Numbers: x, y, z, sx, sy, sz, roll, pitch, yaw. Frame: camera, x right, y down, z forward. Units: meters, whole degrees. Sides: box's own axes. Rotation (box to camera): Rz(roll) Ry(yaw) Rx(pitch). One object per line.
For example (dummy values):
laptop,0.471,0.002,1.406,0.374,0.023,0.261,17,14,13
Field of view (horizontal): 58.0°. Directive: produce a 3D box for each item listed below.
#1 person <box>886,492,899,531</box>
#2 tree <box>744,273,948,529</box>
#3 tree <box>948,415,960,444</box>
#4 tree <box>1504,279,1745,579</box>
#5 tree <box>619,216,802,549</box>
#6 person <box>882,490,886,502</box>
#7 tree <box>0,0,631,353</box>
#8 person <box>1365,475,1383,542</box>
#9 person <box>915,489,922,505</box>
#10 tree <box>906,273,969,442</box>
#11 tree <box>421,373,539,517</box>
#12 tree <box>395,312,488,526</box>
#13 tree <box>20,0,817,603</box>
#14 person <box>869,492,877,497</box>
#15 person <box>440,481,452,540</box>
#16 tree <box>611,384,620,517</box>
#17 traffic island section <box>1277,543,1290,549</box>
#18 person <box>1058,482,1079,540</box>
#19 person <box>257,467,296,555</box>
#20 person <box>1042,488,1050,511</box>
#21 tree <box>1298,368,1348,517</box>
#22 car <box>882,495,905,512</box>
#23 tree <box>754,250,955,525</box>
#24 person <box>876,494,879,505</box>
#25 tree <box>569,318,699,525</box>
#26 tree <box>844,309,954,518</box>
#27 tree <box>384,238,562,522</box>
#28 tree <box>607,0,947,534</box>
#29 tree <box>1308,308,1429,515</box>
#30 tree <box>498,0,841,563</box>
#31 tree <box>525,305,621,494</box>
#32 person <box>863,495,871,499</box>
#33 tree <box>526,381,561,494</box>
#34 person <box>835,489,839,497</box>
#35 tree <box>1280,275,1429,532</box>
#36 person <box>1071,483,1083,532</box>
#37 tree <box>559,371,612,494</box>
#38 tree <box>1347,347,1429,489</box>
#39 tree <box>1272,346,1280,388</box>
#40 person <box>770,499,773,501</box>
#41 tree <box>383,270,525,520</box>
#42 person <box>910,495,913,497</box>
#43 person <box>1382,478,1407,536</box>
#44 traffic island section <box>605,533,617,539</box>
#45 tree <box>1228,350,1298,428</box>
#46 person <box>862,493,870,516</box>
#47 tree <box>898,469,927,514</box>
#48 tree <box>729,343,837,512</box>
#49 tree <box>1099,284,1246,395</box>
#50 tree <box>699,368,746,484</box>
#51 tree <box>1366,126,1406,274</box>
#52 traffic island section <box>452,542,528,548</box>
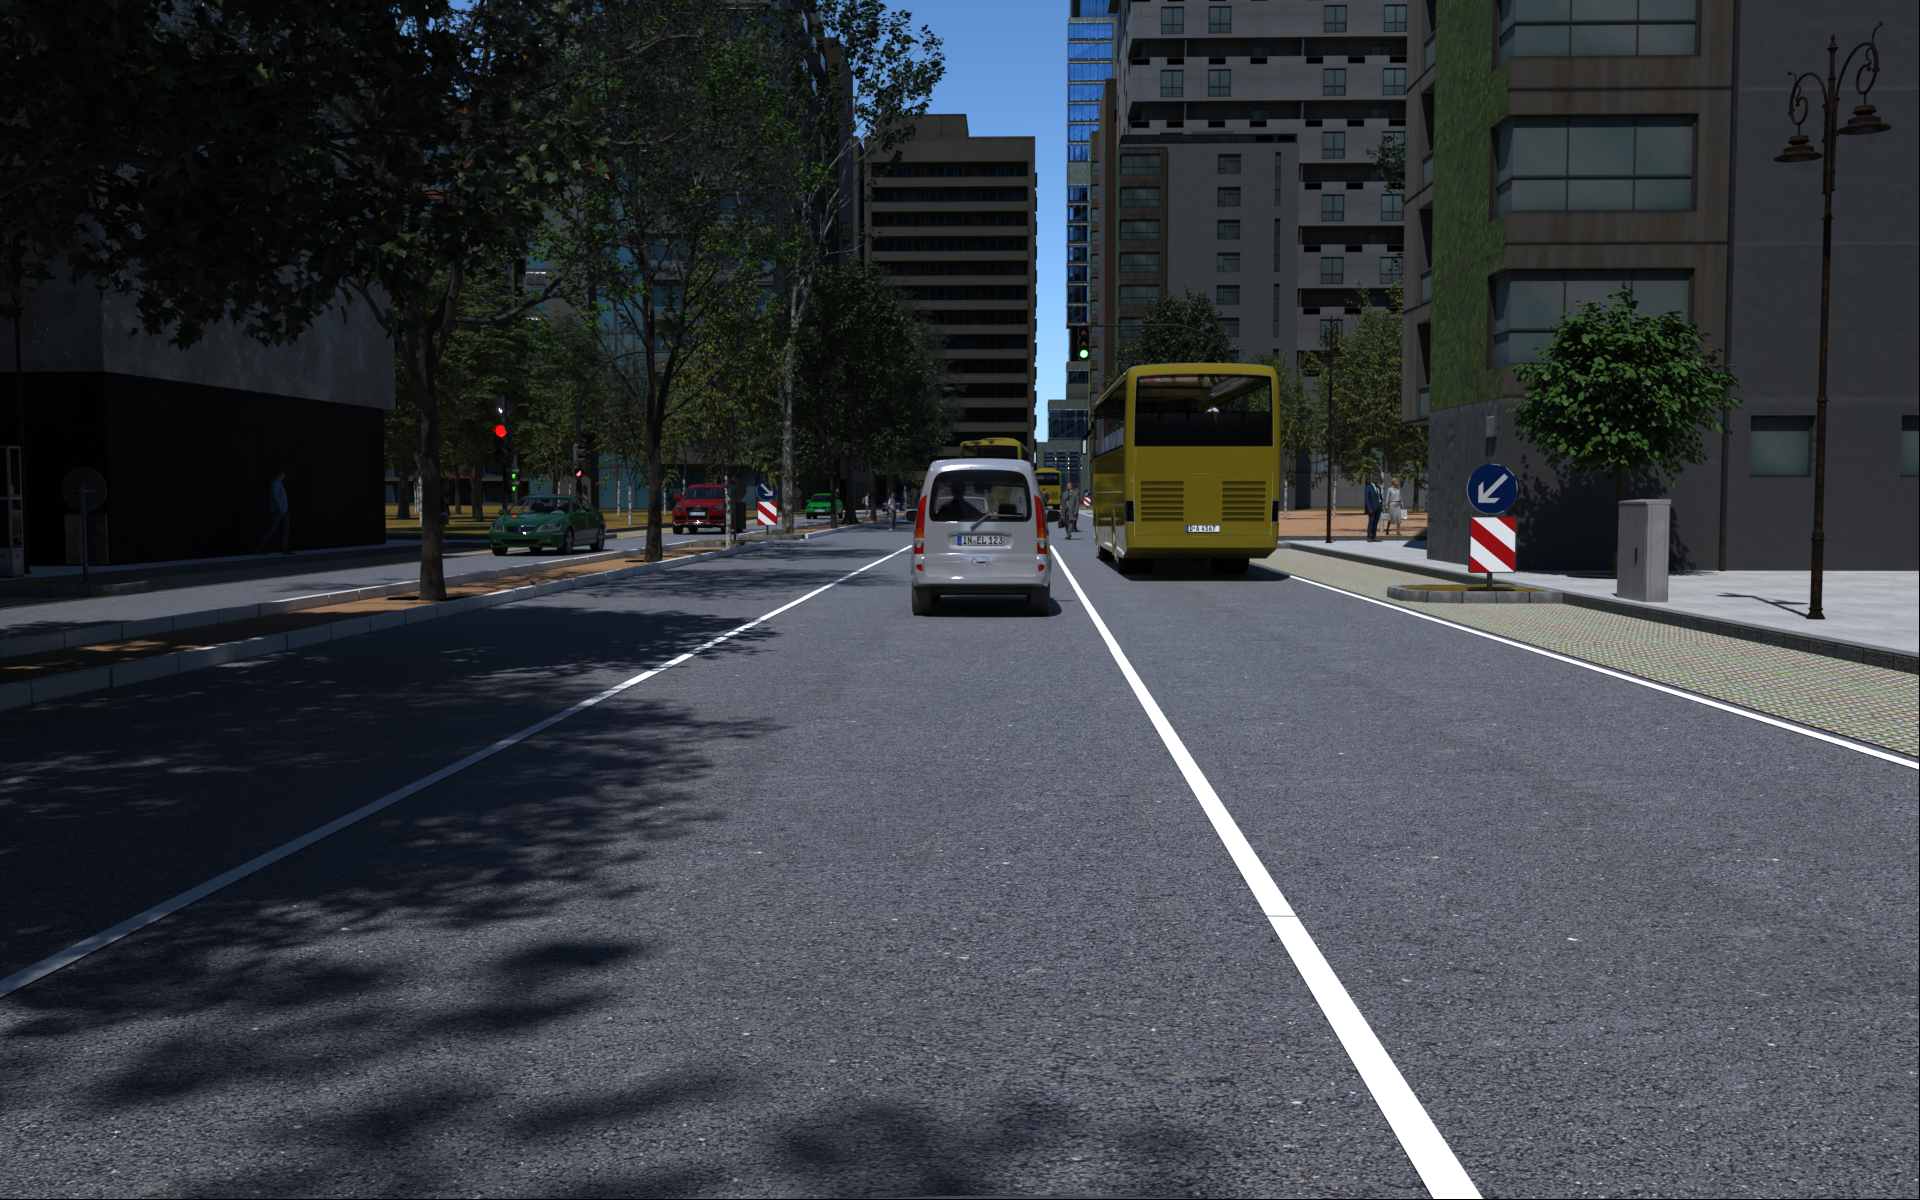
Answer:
person,-2.606,-3.427,67.129,0.523,1.515,0.503,0,4,-8
tree,-5.151,-8.226,71.367,8.767,10.594,7.601,0,4,2
tree,-4.119,-10.539,109.176,8.767,10.594,7.601,0,4,2
tree,10.147,-2.620,26.544,4.285,4.588,4.351,0,3,0
tree,-6.020,-5.627,44.829,4.737,8.622,4.395,0,3,0
person,-8.144,-10.836,185.634,0.705,1.831,1.348,1,4,11
tree,-7.527,-5.653,11.898,9.611,12.733,9.660,0,3,0
person,11.066,-2.455,46.359,0.721,1.800,0.419,-3,5,-41
person,-2.557,-6.215,110.530,0.576,1.772,0.534,-3,4,-39
tree,-4.575,-10.936,91.633,12.009,13.543,11.850,0,3,0
tree,-27.677,-10.001,97.922,7.601,10.594,8.767,3,5,41
tree,-21.321,-7.258,69.028,4.360,8.622,3.978,0,3,0
tree,-7.067,-6.723,22.754,12.009,13.543,11.850,0,3,0
person,-10.010,-11.784,198.704,0.705,1.826,1.348,3,5,40
person,-15.175,-2.587,50.773,0.580,1.828,0.573,-1,4,-9
tree,-14.174,-8.375,87.287,4.737,8.622,4.395,0,3,0
traffic island section,7.647,-1.478,46.454,2.009,0.180,2.903,0,4,2
person,3.401,-2.802,54.408,0.694,1.812,0.767,2,4,31
person,-14.406,-1.871,36.497,0.748,1.841,0.638,0,4,0
person,5.911,-6.830,120.132,0.822,1.834,0.622,2,4,24
tree,21.283,-9.055,98.411,4.360,8.622,3.978,0,3,0
car,-5.440,-7.965,142.808,1.945,1.354,3.894,0,4,4
tree,-5.127,-9.866,80.780,9.611,12.733,9.660,0,3,0
person,-10.276,-12.414,211.408,0.705,1.831,1.348,2,4,33
tree,-13.818,-7.421,71.701,4.360,8.622,3.978,0,3,0
tree,-4.191,-11.064,101.484,7.486,12.596,7.792,0,3,0
tree,-21.771,-9.773,77.908,7.486,12.596,7.792,0,3,0
tree,-7.157,-12.355,60.356,12.611,20.169,13.585,0,3,0
tree,25.121,-11.472,105.690,7.486,12.596,7.792,0,3,0
tree,-6.294,-6.575,35.711,9.928,11.665,9.643,0,3,0
tree,-27.697,-12.956,118.477,9.857,13.997,8.962,0,3,0
person,-10.116,-11.098,188.055,0.990,1.755,0.434,1,4,22
tree,-24.785,-9.559,106.656,4.737,8.622,4.395,0,3,0
person,-8.761,-6.704,118.327,1.509,1.804,0.699,-2,4,-26
tree,13.883,-6.571,57.793,4.737,8.622,4.395,0,3,0
person,4.388,-3.475,65.120,0.447,1.846,0.655,1,4,20
tree,-19.400,-9.073,98.699,4.737,8.622,4.395,0,3,0
tree,21.594,-8.281,85.762,4.360,8.622,3.978,0,3,0
tree,16.515,-8.316,86.333,4.737,8.622,4.395,0,3,0
person,-10.201,-4.922,93.226,0.590,1.304,0.306,2,4,31
tree,-28.105,-11.037,87.110,9.857,13.997,8.962,0,3,0
person,-5.497,-11.738,200.278,0.599,1.838,0.709,-2,4,-32
person,13.493,-2.897,53.765,0.694,1.780,0.624,-1,4,-9
traffic island section,-12.116,-2.008,55.106,2.009,0.180,2.903,0,4,2
tree,20.776,-12.183,124.943,9.928,11.665,9.643,0,3,0
person,-5.777,-5.876,107.165,0.503,1.515,0.523,2,4,32
tree,-3.609,-9.969,115.812,4.737,8.622,4.395,0,3,0
tree,-11.895,-13.251,123.307,9.857,13.997,8.962,0,3,0
tree,12.255,-10.906,95.318,9.611,12.733,9.660,0,3,0
tree,-13.933,-8.957,96.810,4.360,8.622,3.978,0,3,0
tree,23.840,-13.323,73.726,12.611,20.169,13.585,0,3,0
traffic island section,-12.383,-1.520,47.126,2.009,0.180,2.903,0,4,2
